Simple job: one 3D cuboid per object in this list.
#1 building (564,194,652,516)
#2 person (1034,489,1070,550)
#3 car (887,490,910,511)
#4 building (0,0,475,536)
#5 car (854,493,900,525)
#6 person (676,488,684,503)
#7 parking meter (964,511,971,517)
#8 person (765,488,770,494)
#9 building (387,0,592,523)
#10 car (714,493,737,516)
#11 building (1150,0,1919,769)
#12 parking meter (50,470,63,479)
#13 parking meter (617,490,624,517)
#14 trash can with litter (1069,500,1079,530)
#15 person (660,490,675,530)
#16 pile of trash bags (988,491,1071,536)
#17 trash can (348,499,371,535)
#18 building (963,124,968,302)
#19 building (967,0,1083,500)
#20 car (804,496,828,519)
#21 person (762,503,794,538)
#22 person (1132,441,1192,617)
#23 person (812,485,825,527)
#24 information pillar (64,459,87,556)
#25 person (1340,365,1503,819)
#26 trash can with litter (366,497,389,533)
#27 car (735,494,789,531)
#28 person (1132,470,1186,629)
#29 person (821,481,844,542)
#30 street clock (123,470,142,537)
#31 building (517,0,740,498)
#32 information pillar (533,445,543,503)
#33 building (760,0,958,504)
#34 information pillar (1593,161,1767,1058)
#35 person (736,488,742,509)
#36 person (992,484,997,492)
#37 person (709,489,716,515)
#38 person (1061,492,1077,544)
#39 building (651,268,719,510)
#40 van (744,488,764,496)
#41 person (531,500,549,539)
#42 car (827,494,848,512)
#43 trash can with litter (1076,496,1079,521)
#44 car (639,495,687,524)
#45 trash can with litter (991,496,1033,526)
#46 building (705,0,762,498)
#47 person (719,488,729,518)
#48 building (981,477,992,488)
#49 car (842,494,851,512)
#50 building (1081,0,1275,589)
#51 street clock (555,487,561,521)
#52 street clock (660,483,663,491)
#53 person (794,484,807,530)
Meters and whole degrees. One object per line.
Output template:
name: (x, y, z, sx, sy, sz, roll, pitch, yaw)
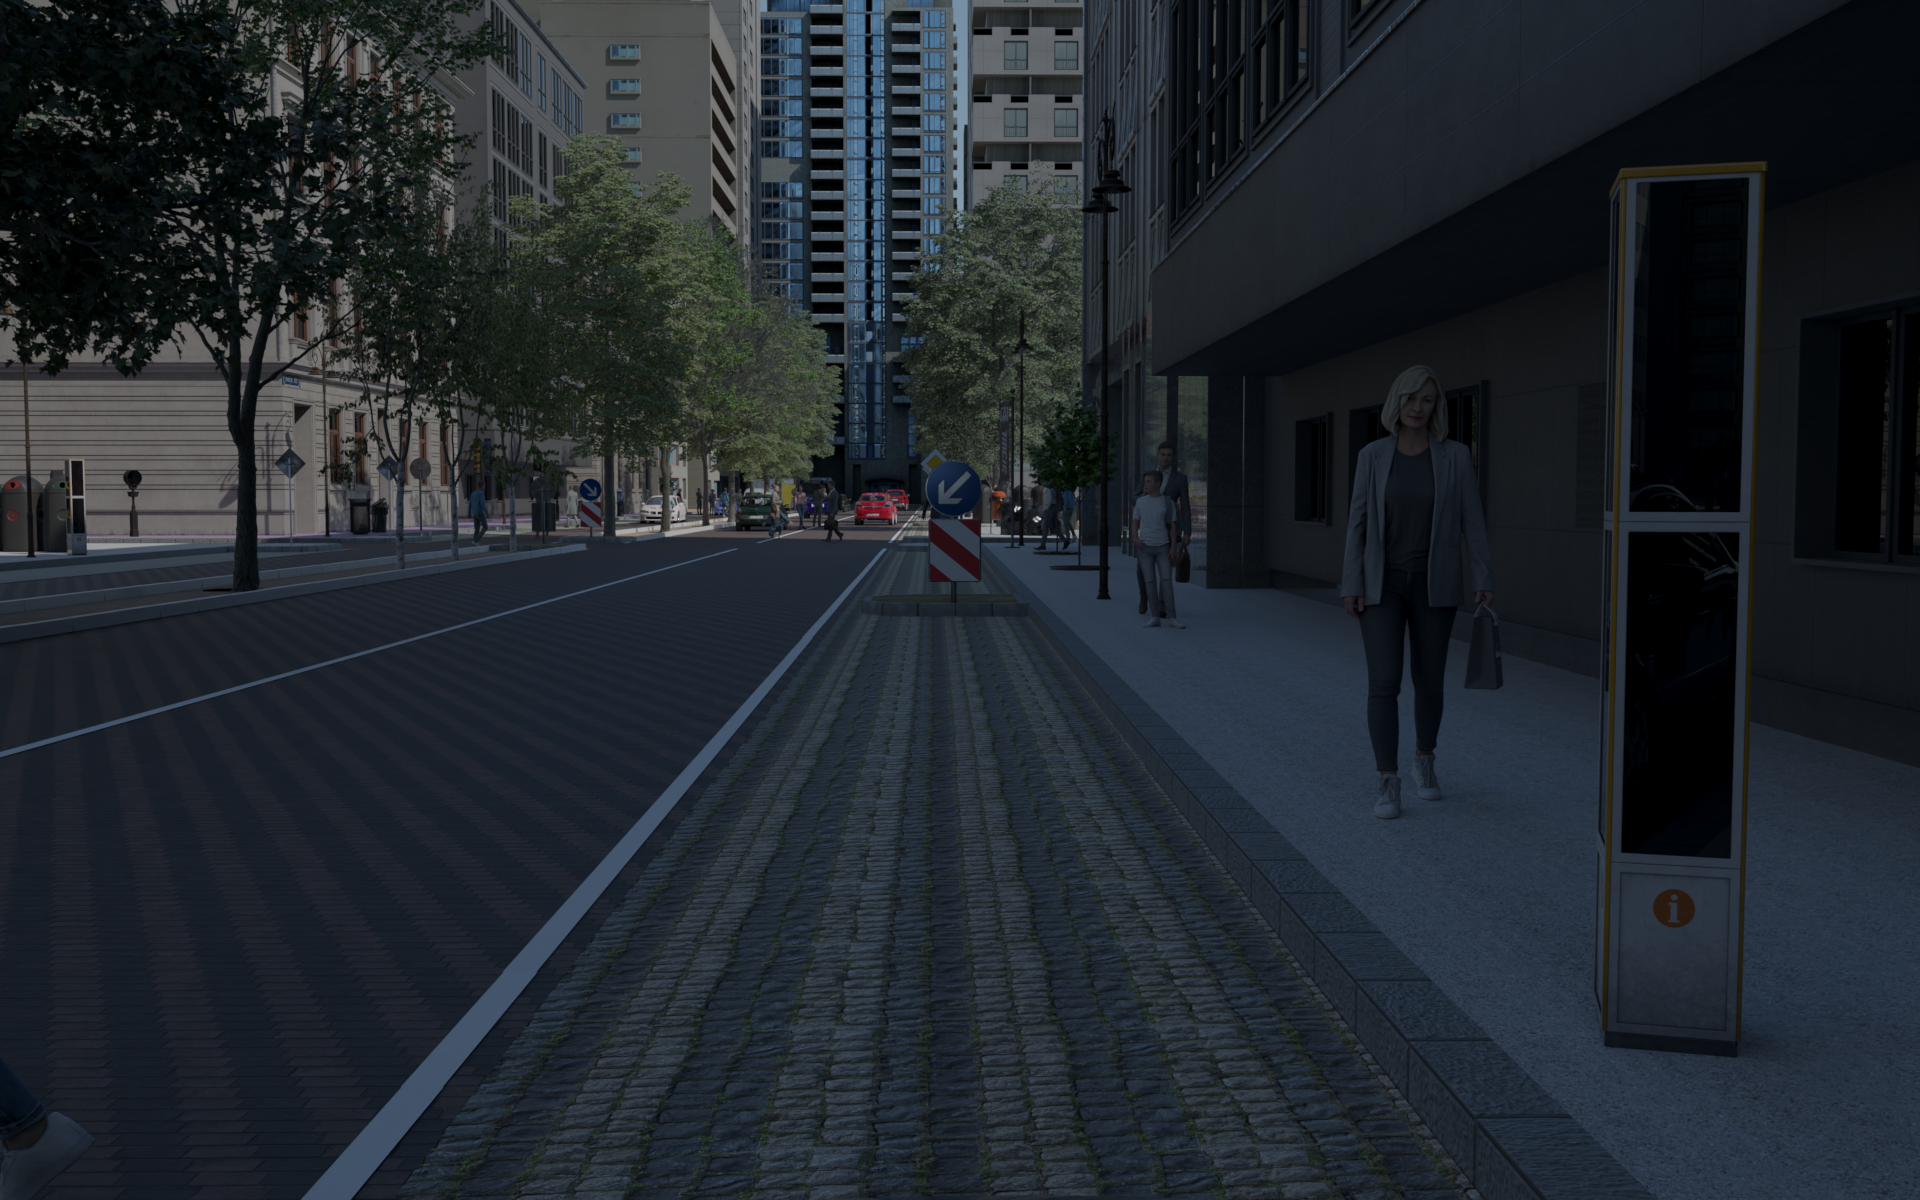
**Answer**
building: (-26.241, -16.730, 109.693, 11.583, 22.565, 21.152, 0, 4, -1)
person: (2.106, -2.046, 39.603, 0.850, 1.850, 0.679, 1, 4, 11)
car: (-5.415, -8.420, 146.341, 2.281, 1.827, 5.304, 0, 4, 1)
building: (-26.027, -13.848, 62.580, 11.583, 22.565, 21.152, 0, 4, -1)
car: (-3.901, -4.368, 80.461, 2.155, 1.783, 4.494, 0, 4, 1)
person: (-17.767, -6.203, 110.130, 0.699, 1.804, 1.509, -1, 4, -15)
parking meter: (0.419, -5.321, 95.413, 0.372, 1.533, 0.369, 0, 3, 0)
person: (-11.155, -5.554, 99.500, 0.583, 1.804, 0.606, 2, 4, 25)
building: (-27.713, -17.895, 86.097, 14.314, 27.812, 24.014, 0, 4, -1)
car: (-15.374, -6.476, 115.480, 1.945, 1.707, 3.694, 0, 4, 0)
building: (9.748, -13.284, 10.706, 14.314, 27.812, 24.014, 0, 4, -1)
parking meter: (-21.795, -2.209, 41.830, 0.255, 1.863, 0.399, -2, 4, -34)
parking meter: (-19.331, -5.512, 98.525, 0.372, 1.533, 0.369, 0, 3, 0)
trash can with litter: (3.916, -3.088, 61.871, 0.624, 1.170, 1.055, 1, 4, 17)
person: (-11.459, -3.519, 67.854, 0.589, 1.601, 0.330, 0, 4, 0)
pile of trash bags: (1.956, -2.755, 54.791, 1.912, 1.369, 3.447, -2, 4, -33)
trash can: (-18.957, -2.635, 54.729, 0.748, 1.137, 0.748, 0, 3, 0)
building: (7.370, -31.269, 194.834, 14.154, 41.232, 14.086, 0, 4, -1)
building: (14.315, -34.461, 152.681, 28.713, 52.752, 27.495, 0, 4, -1)
car: (-8.322, -5.493, 102.388, 1.945, 1.354, 3.894, 0, 4, -2)
person: (-5.893, -2.579, 56.172, 1.012, 1.151, 0.738, 0, 4, -2)
person: (2.109, -0.743, 18.155, 0.622, 1.834, 0.822, 0, 4, 5)
person: (-6.180, -4.129, 75.812, 0.655, 1.846, 0.447, 3, 4, 37)
information pillar: (-18.487, -1.940, 36.209, 0.304, 2.012, 0.304, 3, 5, 44)
person: (1.923, -0.052, 7.073, 0.709, 1.800, 0.728, 1, 4, 17)
trash can with litter: (-19.448, -2.808, 57.303, 1.055, 1.170, 0.624, -2, 4, -33)
car: (-7.736, -3.543, 67.720, 2.009, 1.686, 4.222, 0, 3, 0)
person: (1.923, -0.490, 16.654, 0.503, 1.515, 0.523, -1, 4, -11)
person: (-3.775, -2.642, 51.665, 0.822, 1.834, 0.622, -2, 4, -31)
street clock: (-24.777, -2.895, 51.910, 0.358, 2.002, 0.471, 3, 4, 37)
building: (-33.065, -33.135, 165.453, 21.300, 48.544, 21.600, 0, 4, -1)
information pillar: (-20.110, -5.577, 82.535, 0.504, 3.616, 0.183, 1, 4, 18)
building: (-13.453, -55.523, 220.469, 31.000, 86.520, 22.319, 0, 4, -1)
information pillar: (1.672, 0.027, 4.055, 0.304, 2.012, 0.304, 1, 4, 16)
person: (-13.422, -5.957, 106.096, 0.583, 1.804, 0.606, 2, 4, 24)
person: (1.522, -4.330, 77.594, 0.760, 1.731, 0.466, 0, 4, 0)
person: (-16.912, -6.659, 117.726, 0.716, 1.782, 0.532, -1, 4, -18)
person: (2.781, -2.323, 44.368, 0.444, 1.785, 0.601, 3, 5, 41)
building: (-35.286, -18.104, 141.037, 27.650, 21.520, 28.899, 0, 4, -1)
van: (-14.734, -7.161, 124.086, 2.013, 2.044, 4.112, 0, 4, -3)
person: (-13.479, -2.877, 55.724, 0.526, 1.800, 0.537, -3, 4, -37)
car: (-9.817, -7.736, 136.266, 2.009, 1.686, 4.222, 0, 4, -2)
trash can with litter: (4.367, -3.237, 63.975, 1.678, 1.210, 2.233, -1, 4, -18)
car: (-14.475, -4.423, 84.677, 2.083, 1.381, 4.827, 0, 4, -1)
trash can with litter: (2.357, -3.612, 70.116, 2.233, 1.210, 1.678, 1, 4, 21)
building: (-32.856, -45.967, 189.812, 20.611, 71.187, 20.563, 0, 4, -1)
person: (-13.637, -5.591, 100.255, 0.601, 1.785, 0.444, 2, 4, 33)
building: (10.743, -45.162, 176.656, 20.563, 71.187, 20.611, 0, 4, -1)
car: (-9.924, -8.035, 141.157, 2.009, 1.686, 4.222, 0, 4, 1)
building: (9.180, -13.132, 32.724, 12.078, 24.808, 19.932, 0, 4, -1)
street clock: (-19.273, -4.789, 82.876, 0.358, 2.002, 0.471, -1, 4, -12)
street clock: (-19.811, -6.814, 115.980, 0.471, 2.002, 0.358, -2, 4, -30)
person: (-6.392, -3.721, 69.354, 0.555, 1.821, 0.388, -3, 4, -38)
